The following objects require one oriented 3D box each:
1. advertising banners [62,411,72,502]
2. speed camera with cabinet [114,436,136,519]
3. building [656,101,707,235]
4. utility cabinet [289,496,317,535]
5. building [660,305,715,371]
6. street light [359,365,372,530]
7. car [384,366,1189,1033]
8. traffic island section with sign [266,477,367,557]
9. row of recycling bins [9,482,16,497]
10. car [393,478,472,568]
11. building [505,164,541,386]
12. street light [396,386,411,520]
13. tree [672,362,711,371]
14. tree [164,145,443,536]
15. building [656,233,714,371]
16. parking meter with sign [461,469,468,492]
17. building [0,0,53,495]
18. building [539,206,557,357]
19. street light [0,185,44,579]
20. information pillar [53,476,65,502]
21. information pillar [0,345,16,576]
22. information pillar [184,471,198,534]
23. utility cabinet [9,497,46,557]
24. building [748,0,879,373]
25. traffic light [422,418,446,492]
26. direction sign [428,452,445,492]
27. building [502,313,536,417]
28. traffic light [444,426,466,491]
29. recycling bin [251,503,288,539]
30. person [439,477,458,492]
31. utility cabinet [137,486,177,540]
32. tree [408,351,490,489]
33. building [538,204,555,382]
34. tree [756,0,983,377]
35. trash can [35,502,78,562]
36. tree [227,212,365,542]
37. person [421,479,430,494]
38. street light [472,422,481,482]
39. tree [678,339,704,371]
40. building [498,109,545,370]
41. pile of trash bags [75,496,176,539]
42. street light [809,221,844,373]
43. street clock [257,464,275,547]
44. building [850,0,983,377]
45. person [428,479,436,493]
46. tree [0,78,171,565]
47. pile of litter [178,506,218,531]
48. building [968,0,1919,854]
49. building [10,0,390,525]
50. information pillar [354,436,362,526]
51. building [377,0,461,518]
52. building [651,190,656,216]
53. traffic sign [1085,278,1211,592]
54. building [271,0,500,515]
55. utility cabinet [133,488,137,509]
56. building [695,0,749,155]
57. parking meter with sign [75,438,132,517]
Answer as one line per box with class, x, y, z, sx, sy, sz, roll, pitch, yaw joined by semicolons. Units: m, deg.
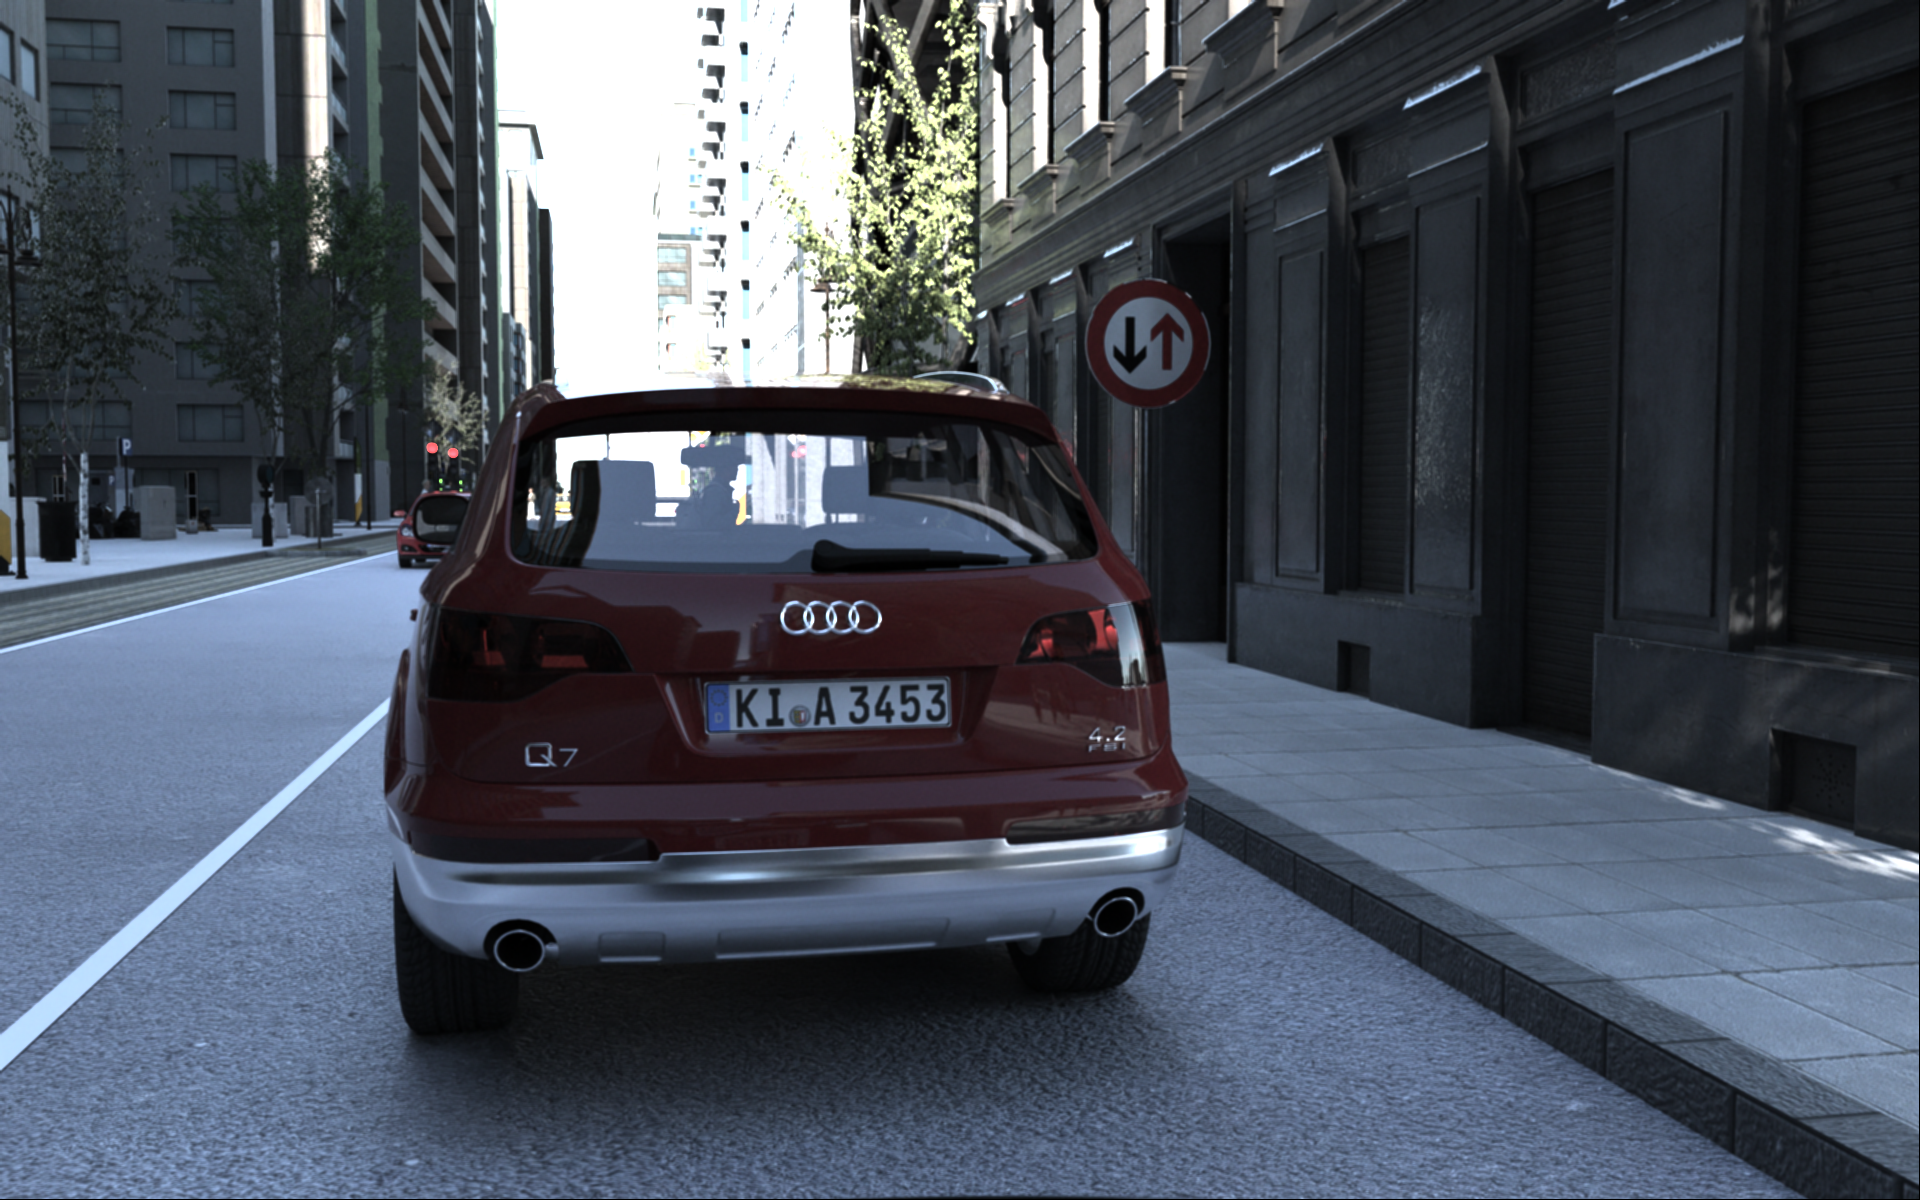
advertising banners;-19.414;-2.536;37.656;0.090;3.025;2.074;-2;4;-24
speed camera with cabinet;-28.412;-3.943;58.808;0.660;3.252;2.038;-1;4;-20
building;-26.074;-35.993;212.188;21.300;48.544;21.600;-1;4;-11
utility cabinet;-20.691;-2.673;54.862;0.306;1.237;1.020;2;4;35
building;-15.951;-20.178;174.957;27.650;21.520;28.899;-1;4;-11
street light;-21.204;-5.455;61.975;0.468;5.910;1.993;-1;4;-11
car;-0.851;0.145;6.307;2.281;1.827;5.304;-1;4;-13
traffic island section with sign;-14.808;-1.916;39.962;1.989;1.847;2.006;-1;4;-11
row of recycling bins;-26.214;-2.320;45.044;1.069;1.692;3.534;1;4;19
car;-10.328;-1.600;35.193;2.155;1.783;4.494;-1;4;-11
building;-58.029;-32.099;208.411;14.154;41.232;14.086;-1;4;-11
street light;-23.155;-6.079;72.184;0.468;5.910;1.993;-1;4;-11
tree;-14.743;-8.830;94.727;4.360;8.622;3.978;0;3;0
tree;-19.705;-7.776;52.899;9.928;11.665;9.643;0;3;0
building;-26.919;-25.855;194.425;14.160;30.474;14.107;-1;4;-11
parking meter with sign;-33.916;-7.474;118.453;0.543;3.016;1.738;-2;4;-24
building;-42.056;-27.832;44.285;27.495;52.752;28.713;-1;4;-11
building;-77.510;-40.544;282.497;23.786;49.044;30.456;-1;4;-11
street light;-14.211;-3.258;26.055;0.468;5.910;1.993;-1;4;-11
information pillar;-36.007;-3.960;69.230;0.304;2.012;0.304;2;4;34
information pillar;-15.101;-2.184;27.060;0.183;3.616;0.504;2;4;25
information pillar;-24.788;-3.140;55.838;0.304;2.012;0.304;-3;5;-41
utility cabinet;-19.190;-1.478;35.325;1.020;1.237;0.306;0;4;2
building;-0.103;-14.577;56.357;12.078;24.808;19.932;-1;4;-11
traffic light;-19.460;-4.597;64.087;0.839;4.253;0.868;-1;4;-11
direction sign;-28.255;-6.210;93.523;0.876;3.537;0.379;-2;4;-32
building;-60.582;-20.895;186.668;27.650;21.520;28.899;-1;4;-11
traffic light;-20.982;-5.077;71.926;0.839;4.253;0.868;-1;4;-11
recycling bin;-20.065;-2.311;50.334;0.722;1.027;0.722;2;4;29
person;-14.470;-2.529;49.213;0.648;1.900;0.474;-2;4;-25
utility cabinet;-22.318;-2.419;48.228;0.318;1.500;1.173;1;4;10
tree;-26.509;-8.491;89.189;4.360;8.622;3.978;0;3;0
building;-68.499;-37.403;261.652;14.600;45.320;14.200;-1;4;-11
tree;-0.518;-4.601;25.591;4.737;8.622;4.395;0;3;0
trash can;-17.150;-1.301;32.925;0.748;1.137;0.748;0;3;0
tree;-18.092;-5.822;45.547;4.360;8.622;3.978;0;3;0
person;-14.840;-2.427;48.055;0.818;1.842;0.514;-2;4;-30
street light;-30.096;-8.259;107.829;0.468;5.910;1.993;-1;4;-11
tree;-11.730;-8.017;81.444;4.737;8.622;4.395;0;3;0
building;-72.192;-39.737;238.937;28.713;52.752;27.495;-1;4;-11
pile of trash bags;-24.496;-2.500;50.627;1.912;1.369;3.447;2;4;28
street light;-2.252;-3.471;29.532;0.468;5.910;1.993;-1;4;-11
street clock;-16.920;-2.305;42.264;0.358;2.002;0.471;0;4;2
building;5.841;-10.472;38.665;16.820;18.784;16.811;-1;4;-11
person;-15.180;-2.502;49.210;0.447;1.846;0.655;1;4;9
tree;-15.871;-4.949;31.281;4.360;8.622;3.978;0;3;0
pile of litter;-26.365;-2.812;59.947;1.176;0.858;1.719;-3;5;-41
building;6.472;-10.107;14.396;9.793;20.994;18.267;-1;4;-11
building;-33.708;-24.013;76.207;14.154;41.232;14.086;-1;4;-11
information pillar;-24.536;-4.846;70.586;0.183;3.616;0.504;0;4;4
building;-41.437;-29.178;100.763;21.300;48.544;21.600;-1;4;-11
building;-37.180;-43.034;292.848;28.713;52.752;27.495;-1;4;-11
traffic sign;1.104;-0.625;10.320;0.768;2.556;0.104;-1;4;-10
building;-41.756;-27.215;128.563;14.154;41.232;14.086;-1;4;-11
utility cabinet;-27.194;-3.040;58.387;1.173;1.500;0.318;0;4;0
building;-6.362;-30.468;117.763;23.786;49.044;30.456;-1;4;-11
parking meter with sign;-26.810;-3.539;54.124;1.738;3.016;0.543;0;4;7
